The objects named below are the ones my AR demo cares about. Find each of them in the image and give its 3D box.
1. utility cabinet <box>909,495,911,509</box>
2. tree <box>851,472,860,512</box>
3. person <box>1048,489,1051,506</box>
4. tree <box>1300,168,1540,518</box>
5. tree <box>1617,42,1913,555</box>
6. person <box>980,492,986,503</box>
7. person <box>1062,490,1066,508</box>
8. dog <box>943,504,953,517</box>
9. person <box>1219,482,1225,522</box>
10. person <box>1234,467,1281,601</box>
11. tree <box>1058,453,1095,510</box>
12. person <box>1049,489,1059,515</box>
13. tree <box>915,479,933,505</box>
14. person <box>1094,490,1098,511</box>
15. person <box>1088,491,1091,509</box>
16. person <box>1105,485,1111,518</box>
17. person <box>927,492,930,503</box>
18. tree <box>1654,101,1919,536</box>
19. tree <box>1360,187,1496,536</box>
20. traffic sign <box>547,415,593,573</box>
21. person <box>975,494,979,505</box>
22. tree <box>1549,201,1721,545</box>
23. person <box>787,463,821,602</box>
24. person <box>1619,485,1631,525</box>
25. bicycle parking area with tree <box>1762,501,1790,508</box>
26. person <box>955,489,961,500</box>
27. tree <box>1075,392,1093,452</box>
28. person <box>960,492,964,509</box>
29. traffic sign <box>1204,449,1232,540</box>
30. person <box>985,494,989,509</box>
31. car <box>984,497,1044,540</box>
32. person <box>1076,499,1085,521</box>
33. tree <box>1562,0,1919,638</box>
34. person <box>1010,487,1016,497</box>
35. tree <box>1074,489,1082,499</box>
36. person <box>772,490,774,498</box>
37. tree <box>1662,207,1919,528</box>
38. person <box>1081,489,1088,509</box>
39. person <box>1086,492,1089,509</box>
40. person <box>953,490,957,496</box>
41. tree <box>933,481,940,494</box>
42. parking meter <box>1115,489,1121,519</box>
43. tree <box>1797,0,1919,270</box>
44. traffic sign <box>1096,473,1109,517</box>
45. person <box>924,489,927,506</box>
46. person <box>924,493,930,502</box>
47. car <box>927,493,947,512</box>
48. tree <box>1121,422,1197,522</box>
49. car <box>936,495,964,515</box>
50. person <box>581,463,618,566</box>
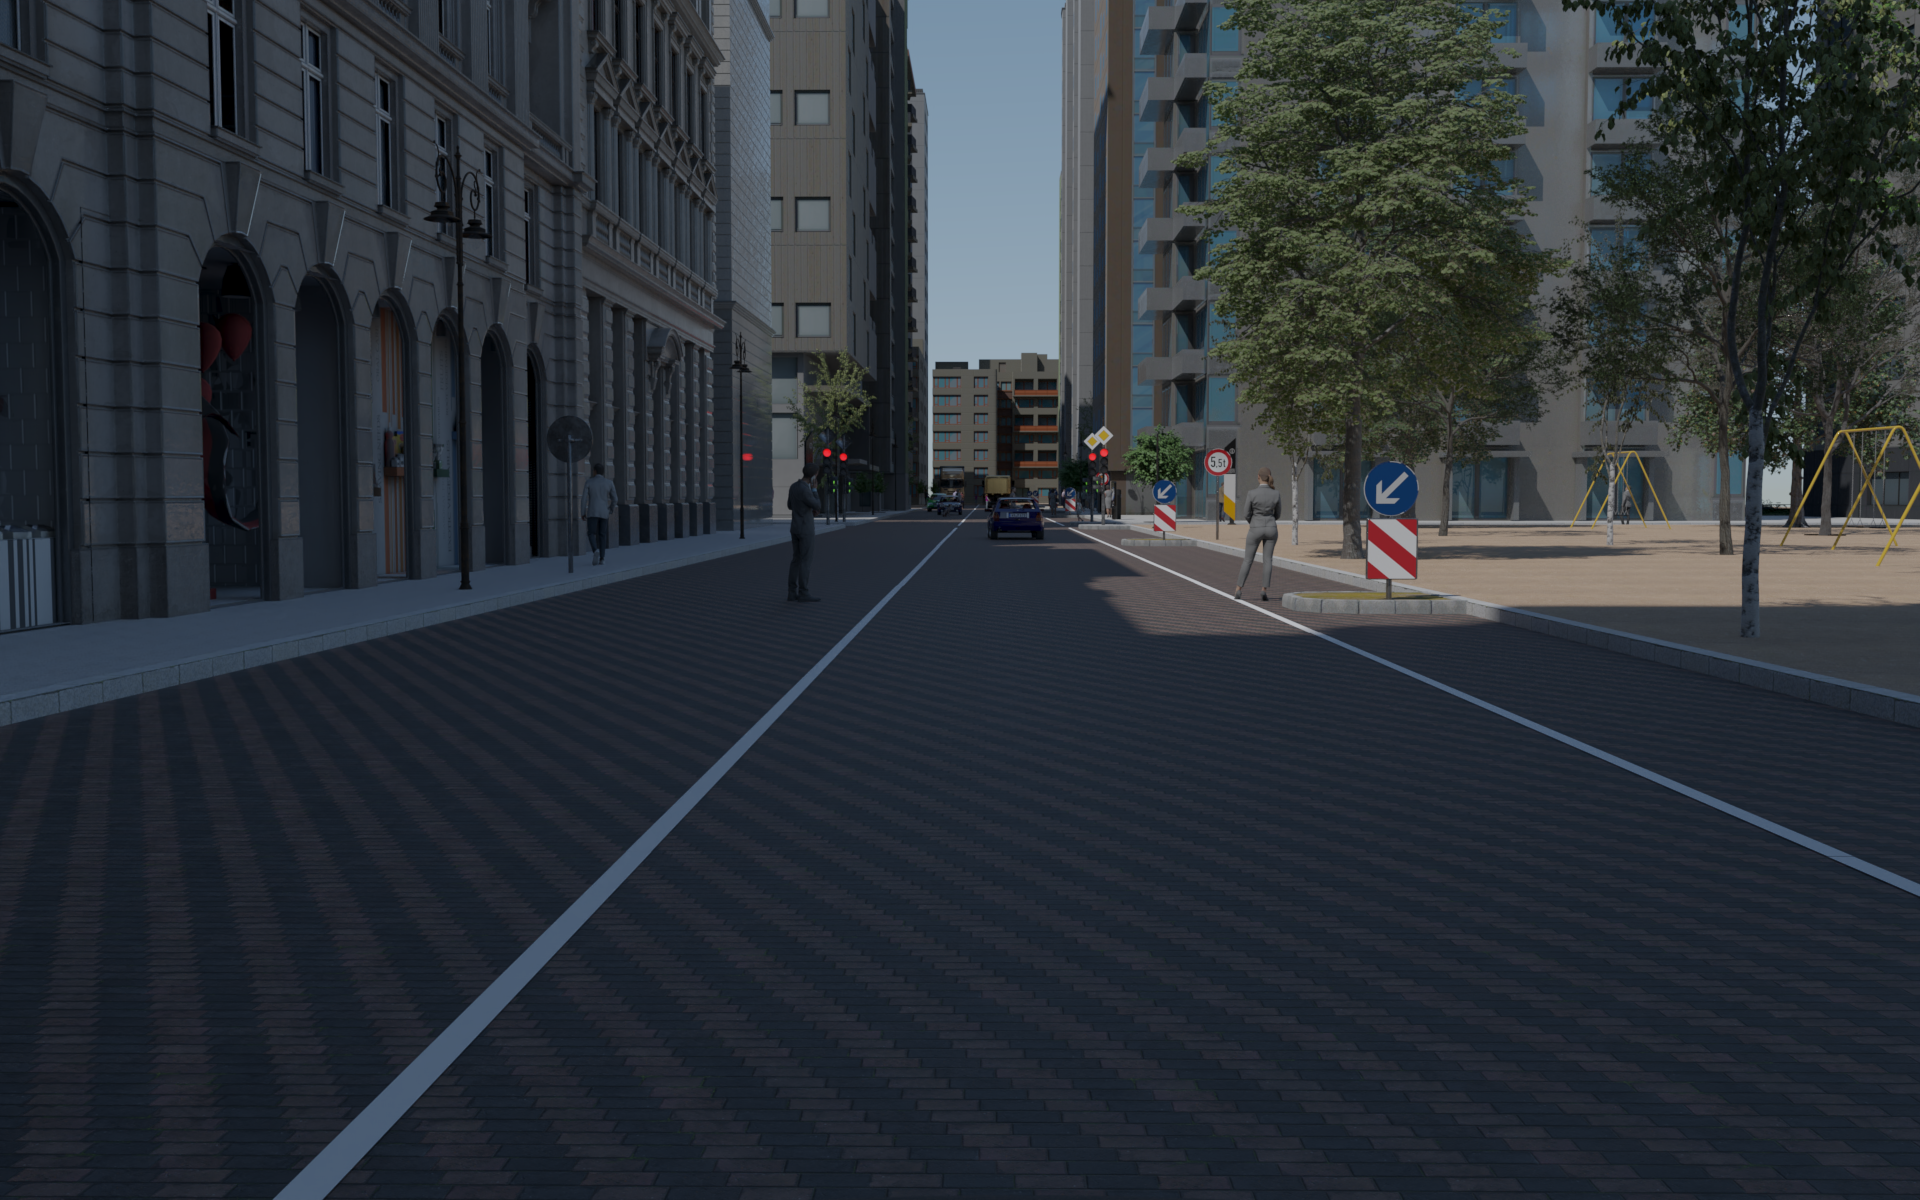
[{"bbox_3d":[-4.321,-8.185,144.983,0.306,1.237,1.020,-1,4,-14],"label":"utility cabinet"},{"bbox_3d":[-7.027,-7.836,122.715,1.663,3.219,1.824,0,3,0],"label":"tree"},{"bbox_3d":[9.611,-10.948,185.144,0.705,1.812,1.348,0,4,-6],"label":"person"},{"bbox_3d":[16.865,-9.688,65.049,9.857,13.997,8.962,0,3,0],"label":"tree"},{"bbox_3d":[15.817,-6.229,36.254,7.601,10.594,8.767,1,4,9],"label":"tree"},{"bbox_3d":[3.145,-13.275,226.074,1.217,1.766,0.721,-1,4,-8],"label":"person"},{"bbox_3d":[9.916,-9.621,164.289,0.436,1.711,0.756,0,4,-7],"label":"person"},{"bbox_3d":[-0.885,-5.647,109.164,0.513,0.831,0.800,-3,4,-37],"label":"dog"},{"bbox_3d":[12.095,-4.508,79.653,0.656,1.842,0.836,0,4,8],"label":"person"},{"bbox_3d":[4.001,-0.887,23.270,0.520,1.790,0.573,-1,4,-19],"label":"person"},{"bbox_3d":[9.196,-9.368,136.877,4.285,4.588,4.351,0,3,0],"label":"tree"},{"bbox_3d":[6.275,-6.454,114.376,0.716,1.782,0.532,2,4,32],"label":"person"},{"bbox_3d":[-4.599,-12.682,201.956,1.663,3.219,1.824,0,3,0],"label":"tree"},{"bbox_3d":[10.235,-7.535,129.594,0.721,1.781,0.623,-2,4,-30],"label":"person"},{"bbox_3d":[10.885,-8.398,143.622,0.520,1.790,0.573,2,4,30],"label":"person"},{"bbox_3d":[8.108,-5.374,94.270,0.716,1.782,0.532,-1,4,-23],"label":"person"},{"bbox_3d":[-4.383,-13.819,232.000,0.705,1.821,1.348,-3,4,-39],"label":"person"},{"bbox_3d":[26.801,-8.727,53.053,12.009,13.543,11.850,0,3,0],"label":"tree"},{"bbox_3d":[15.103,-7.226,52.554,7.601,10.594,8.767,1,4,11],"label":"tree"},{"bbox_3d":[-6.328,-1.711,28.085,0.768,2.556,0.104,0,4,5],"label":"traffic sign"},{"bbox_3d":[1.996,-12.579,217.393,0.991,1.433,0.599,-1,4,-16],"label":"person"},{"bbox_3d":[16.488,-5.675,43.153,4.360,8.622,3.978,0,3,0],"label":"tree"},{"bbox_3d":[-2.062,-0.912,23.214,0.447,1.846,0.655,-2,4,-34],"label":"person"},{"bbox_3d":[28.705,-4.039,74.721,0.592,1.802,0.473,-1,4,-17],"label":"person"},{"bbox_3d":[53.835,-7.543,110.323,8.231,4.147,9.016,-3,4,-37],"label":"bicycle parking area with tree"},{"bbox_3d":[-0.179,-7.875,137.127,0.514,1.842,0.818,0,4,4],"label":"person"},{"bbox_3d":[10.187,-10.586,123.438,4.737,8.622,4.395,0,3,0],"label":"tree"},{"bbox_3d":[0.115,-9.623,167.313,0.593,1.643,0.415,-3,5,-40],"label":"person"},{"bbox_3d":[7.223,-2.961,48.525,0.768,2.556,0.104,0,4,6],"label":"traffic sign"},{"bbox_3d":[2.599,-9.275,163.374,0.599,1.433,0.991,-1,4,-17],"label":"person"},{"bbox_3d":[1.773,-2.646,55.835,1.945,1.354,3.894,0,4,-1],"label":"car"},{"bbox_3d":[5.767,-4.286,83.591,0.382,1.210,0.505,2,4,28],"label":"person"},{"bbox_3d":[7.326,-3.969,15.254,4.737,8.622,4.395,0,3,0],"label":"tree"},{"bbox_3d":[2.631,-4.564,83.457,0.374,1.781,0.599,-1,4,-21],"label":"person"},{"bbox_3d":[9.816,-9.307,146.773,1.663,3.219,1.824,0,3,0],"label":"tree"},{"bbox_3d":[-9.516,-4.920,86.502,0.555,1.821,0.388,3,5,40],"label":"person"},{"bbox_3d":[31.864,-9.105,65.882,9.611,12.733,9.660,0,3,0],"label":"tree"},{"bbox_3d":[10.400,-8.439,144.512,0.782,1.767,0.515,-3,5,-45],"label":"person"},{"bbox_3d":[11.230,-8.866,151.351,0.716,1.782,0.532,-1,4,-11],"label":"person"},{"bbox_3d":[-0.311,-9.402,162.092,0.709,1.838,0.599,2,4,32],"label":"person"},{"bbox_3d":[-3.226,-14.260,227.753,1.663,3.219,1.824,0,3,0],"label":"tree"},{"bbox_3d":[8.006,-4.869,88.017,0.372,1.533,0.369,0,3,0],"label":"parking meter"},{"bbox_3d":[14.909,-5.876,21.831,9.928,11.665,9.643,0,3,0],"label":"tree"},{"bbox_3d":[8.089,-6.017,98.479,0.768,2.556,0.104,1,4,9],"label":"traffic sign"},{"bbox_3d":[-3.869,-11.520,194.413,0.705,1.821,1.348,0,4,0],"label":"person"},{"bbox_3d":[-3.773,-11.523,197.680,0.697,1.427,0.421,-1,4,-18],"label":"person"},{"bbox_3d":[-1.721,-8.088,141.040,1.959,1.807,4.718,0,4,2],"label":"car"},{"bbox_3d":[9.042,-5.811,78.718,4.285,4.588,4.351,0,3,0],"label":"tree"},{"bbox_3d":[-0.705,-6.558,119.801,1.945,1.354,3.894,0,4,0],"label":"car"},{"bbox_3d":[-6.512,-1.554,31.301,0.661,1.843,0.795,-1,4,-22],"label":"person"}]
